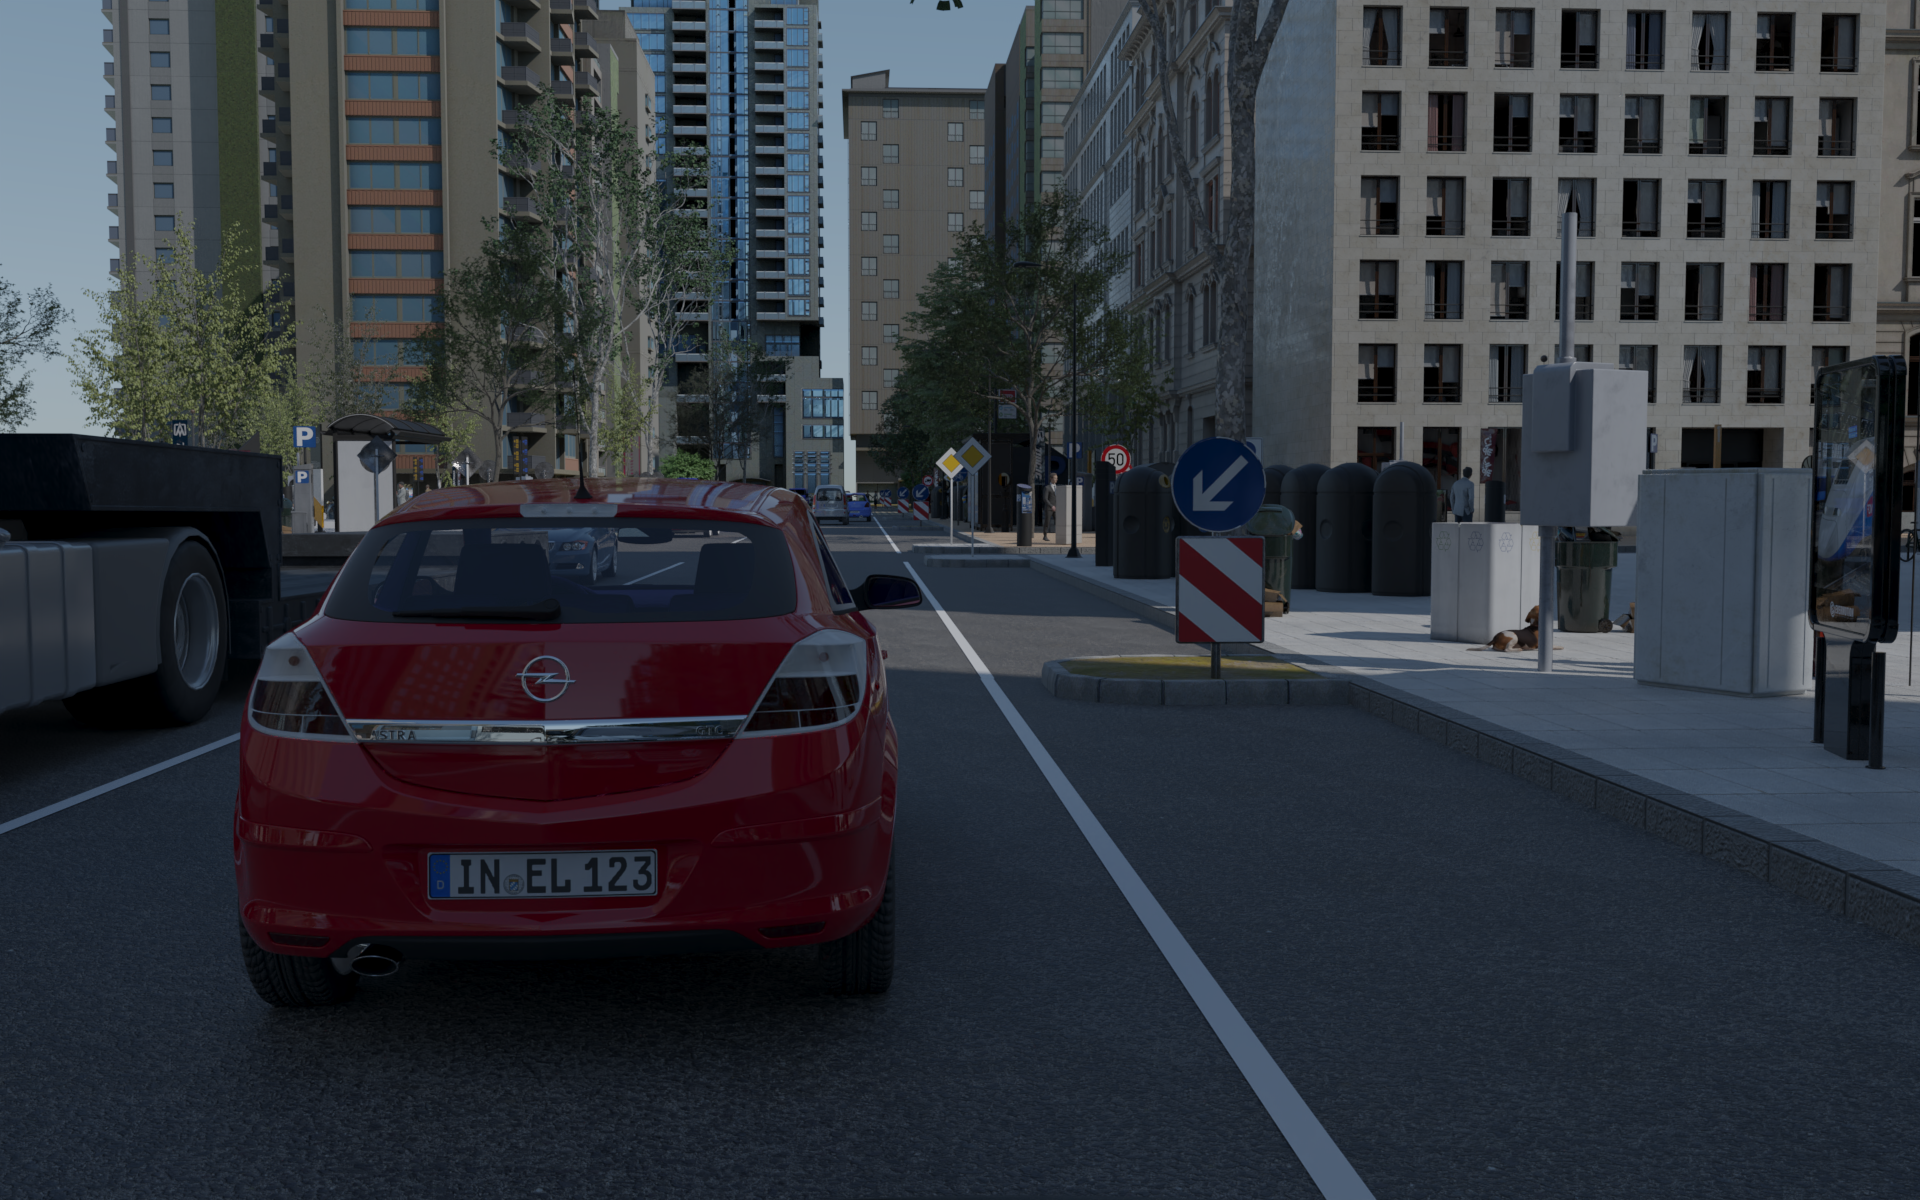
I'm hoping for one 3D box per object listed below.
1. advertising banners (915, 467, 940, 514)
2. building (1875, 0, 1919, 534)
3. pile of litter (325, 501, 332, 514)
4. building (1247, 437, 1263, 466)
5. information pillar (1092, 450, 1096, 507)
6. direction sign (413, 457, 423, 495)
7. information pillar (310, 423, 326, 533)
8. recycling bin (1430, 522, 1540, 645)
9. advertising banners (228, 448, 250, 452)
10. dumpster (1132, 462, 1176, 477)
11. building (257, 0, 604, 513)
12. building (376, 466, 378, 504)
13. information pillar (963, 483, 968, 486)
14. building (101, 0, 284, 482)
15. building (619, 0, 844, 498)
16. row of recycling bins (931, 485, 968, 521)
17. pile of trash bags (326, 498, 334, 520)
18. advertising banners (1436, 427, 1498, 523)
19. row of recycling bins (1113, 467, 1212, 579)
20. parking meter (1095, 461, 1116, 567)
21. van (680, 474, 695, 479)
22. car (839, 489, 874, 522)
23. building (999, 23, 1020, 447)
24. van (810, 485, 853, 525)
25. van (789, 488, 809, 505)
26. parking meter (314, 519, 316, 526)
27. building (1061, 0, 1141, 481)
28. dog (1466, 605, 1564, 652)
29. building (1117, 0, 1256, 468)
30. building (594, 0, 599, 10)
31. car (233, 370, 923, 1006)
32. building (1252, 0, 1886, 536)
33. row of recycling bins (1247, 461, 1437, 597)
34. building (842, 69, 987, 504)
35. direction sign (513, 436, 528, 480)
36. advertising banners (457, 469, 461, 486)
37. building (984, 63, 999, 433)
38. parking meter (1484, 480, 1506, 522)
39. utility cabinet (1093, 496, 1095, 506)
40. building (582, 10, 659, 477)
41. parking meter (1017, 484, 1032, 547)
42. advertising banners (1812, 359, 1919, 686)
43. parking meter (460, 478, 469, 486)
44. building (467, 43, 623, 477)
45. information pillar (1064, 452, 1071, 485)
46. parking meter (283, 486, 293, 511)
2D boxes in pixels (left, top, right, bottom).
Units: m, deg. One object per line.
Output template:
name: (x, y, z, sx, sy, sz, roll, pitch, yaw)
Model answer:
advertising banners: (-2.144, -7.221, 114.247, 2.074, 3.025, 0.090, 3, 4, 36)
building: (45.644, -14.821, 61.400, 34.723, 24.649, 14.460, 0, 4, -3)
pile of litter: (-39.563, -5.837, 109.396, 1.176, 0.858, 1.719, 0, 4, -3)
building: (42.541, -27.413, 219.903, 14.107, 30.474, 14.160, 0, 4, -3)
information pillar: (7.011, -6.127, 91.535, 0.183, 3.616, 0.504, -2, 4, -31)
direction sign: (-33.247, -6.992, 106.318, 0.379, 3.537, 0.876, 2, 4, 24)
information pillar: (-21.315, -4.042, 57.437, 0.504, 3.616, 0.183, 2, 4, 28)
recycling bin: (4.623, -0.159, 15.147, 0.722, 1.027, 0.722, -2, 4, -30)
advertising banners: (-29.174, -4.450, 68.939, 2.074, 3.025, 0.090, 1, 4, 8)
dumpster: (3.660, -1.621, 32.260, 1.264, 1.857, 1.865, 0, 4, -3)
building: (-39.221, -29.079, 130.066, 22.147, 44.769, 28.867, 0, 4, -3)
building: (-74.469, -32.400, 213.340, 14.086, 41.232, 14.154, 0, 4, -3)
information pillar: (0.398, -6.711, 114.209, 0.304, 2.012, 0.304, 2, 4, 34)
building: (-66.850, -38.423, 170.208, 28.212, 58.520, 21.231, 0, 4, -3)
building: (-30.346, -55.421, 218.798, 31.000, 86.520, 22.319, 0, 4, -3)
row of recycling bins: (0.214, -5.162, 91.517, 3.534, 1.692, 1.069, 0, 4, 5)
pile of trash bags: (-30.286, -4.782, 87.945, 1.912, 1.369, 3.447, 3, 5, 41)
advertising banners: (13.459, -3.067, 46.329, 0.090, 3.025, 2.074, -3, 4, -38)
row of recycling bins: (3.959, -1.215, 26.986, 3.534, 1.692, 1.069, -2, 4, -26)
parking meter: (2.591, -1.535, 30.810, 0.255, 1.863, 0.399, 2, 4, 28)
van: (-10.729, -3.694, 64.782, 2.240, 2.365, 5.245, 0, 4, -5)
car: (-5.487, -4.954, 90.591, 1.945, 1.707, 3.694, 0, 4, -2)
building: (11.789, -31.410, 163.671, 14.600, 45.320, 14.200, 0, 4, -3)
van: (-6.048, -4.534, 81.137, 2.013, 2.044, 4.112, 0, 4, -2)
van: (-16.224, -10.350, 173.605, 2.240, 2.365, 5.245, 0, 4, -1)
parking meter: (-25.844, -3.865, 68.899, 0.399, 1.863, 0.255, 1, 4, 9)
building: (13.300, -19.981, 104.175, 11.434, 29.767, 29.804, 0, 4, -3)
dog: (4.565, 0.213, 14.246, 0.748, 0.427, 0.550, 2, 4, 23)
building: (15.534, -17.746, 77.537, 14.401, 28.519, 23.554, 0, 4, -3)
building: (-56.541, -47.591, 216.369, 20.611, 71.187, 20.563, 0, 4, -3)
car: (-1.186, 0.163, 6.383, 2.155, 1.783, 4.494, 0, 4, -4)
building: (19.214, -12.381, 57.187, 16.860, 20.320, 10.420, 0, 4, -3)
row of recycling bins: (5.028, -0.982, 23.162, 1.069, 1.692, 3.534, -2, 4, -25)
building: (-1.319, -38.849, 224.424, 27.495, 52.752, 28.713, 0, 4, -3)
direction sign: (-17.318, -4.666, 68.288, 0.379, 3.537, 0.876, 2, 4, 24)
advertising banners: (-30.398, -6.610, 104.256, 0.090, 3.025, 2.074, -2, 4, -34)
building: (9.906, -32.284, 177.947, 14.600, 45.320, 14.200, 0, 4, -3)
parking meter: (9.953, -1.457, 32.238, 0.372, 1.533, 0.369, 0, 3, 0)
utility cabinet: (6.173, -3.852, 74.143, 1.020, 1.237, 0.306, -3, 4, -39)
building: (-41.816, -33.501, 171.443, 21.600, 48.544, 21.300, 0, 4, -3)
parking meter: (1.573, -2.074, 42.313, 0.372, 1.533, 0.369, 0, 3, 0)
advertising banners: (6.081, -0.962, 11.924, 0.090, 3.025, 2.074, -2, 4, -31)
parking meter: (-17.896, -3.480, 62.602, 0.255, 1.863, 0.399, -2, 4, -33)
building: (-37.833, -28.668, 152.316, 14.154, 41.232, 14.086, 0, 4, -3)
information pillar: (5.991, -6.466, 97.074, 0.183, 3.616, 0.504, -3, 5, -40)
parking meter: (-21.144, -2.811, 54.372, 0.372, 1.533, 0.369, 0, 3, 0)
